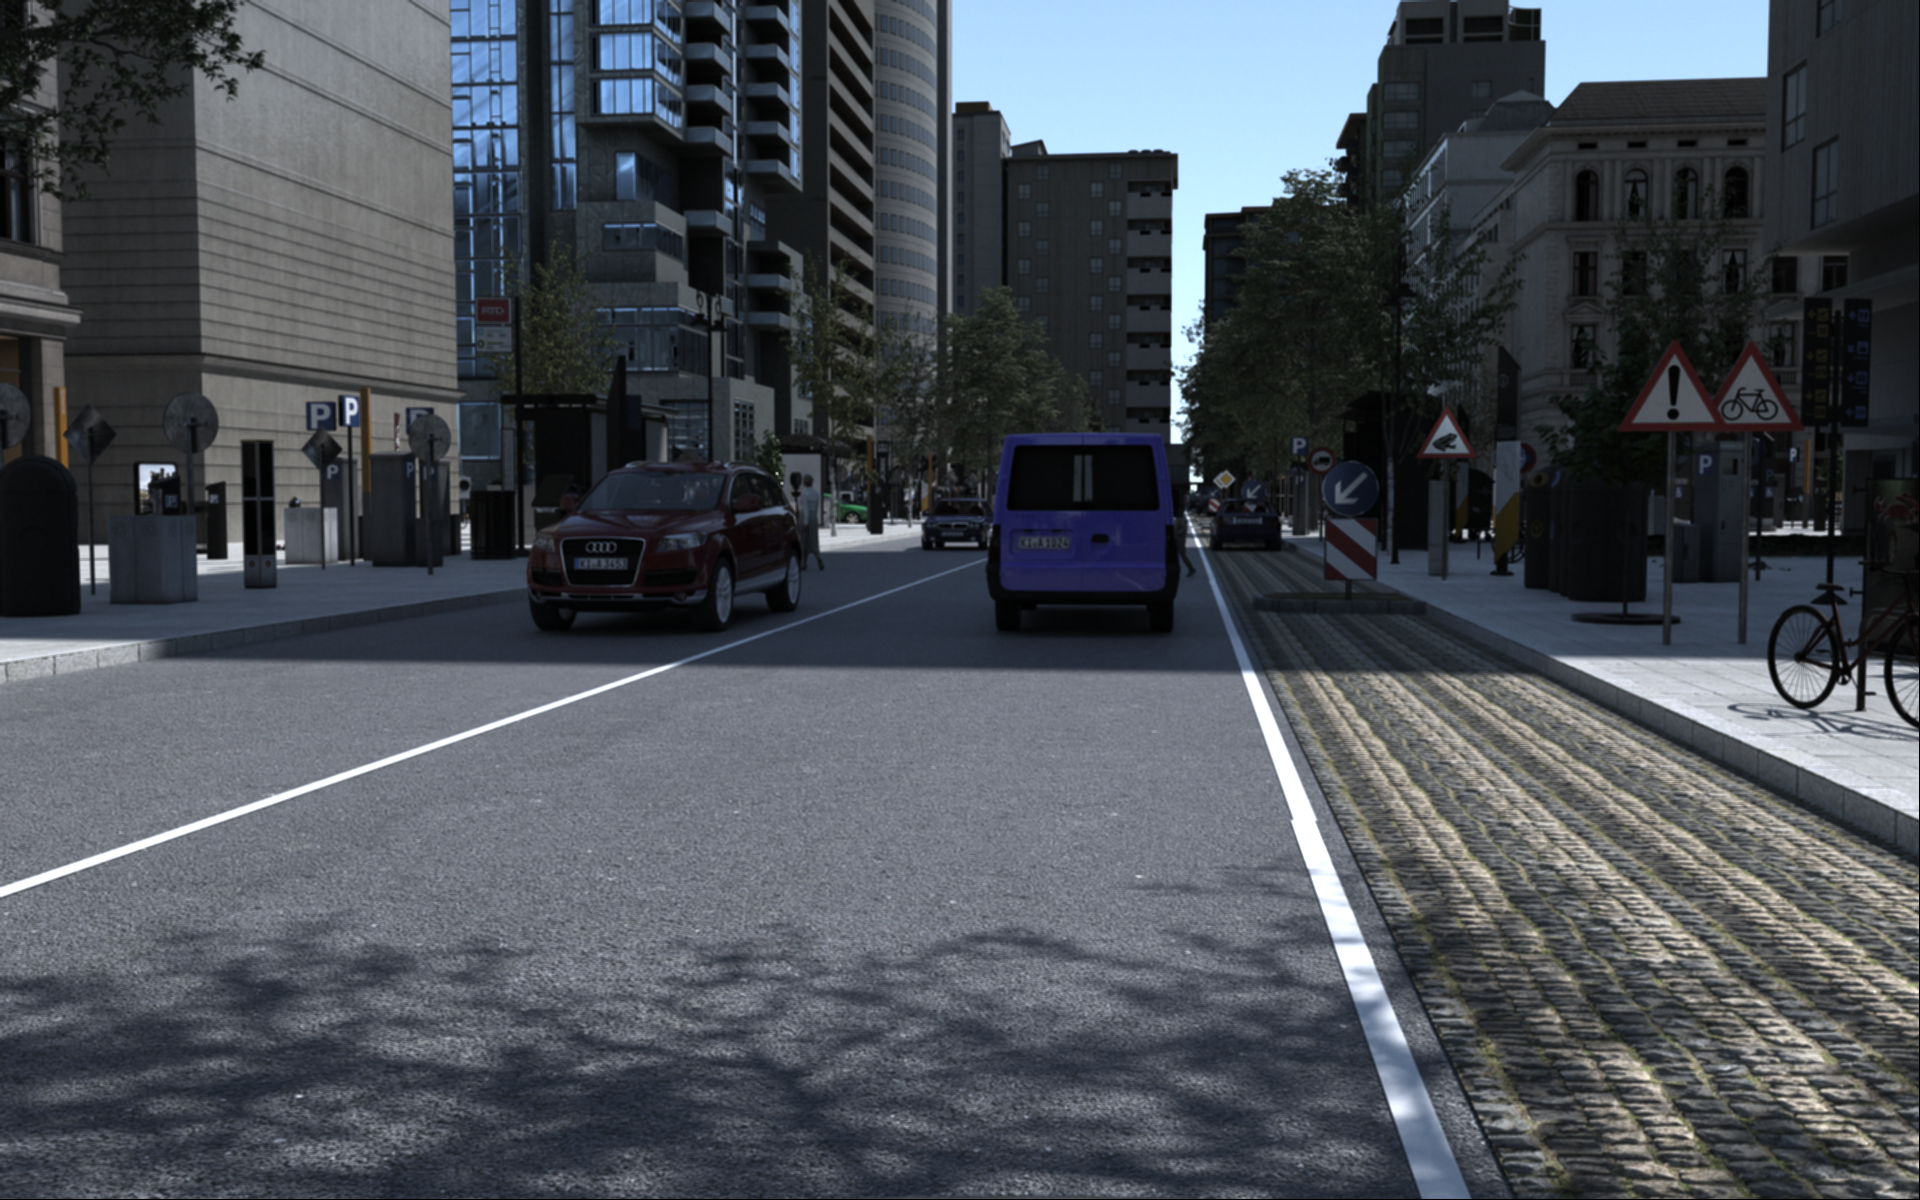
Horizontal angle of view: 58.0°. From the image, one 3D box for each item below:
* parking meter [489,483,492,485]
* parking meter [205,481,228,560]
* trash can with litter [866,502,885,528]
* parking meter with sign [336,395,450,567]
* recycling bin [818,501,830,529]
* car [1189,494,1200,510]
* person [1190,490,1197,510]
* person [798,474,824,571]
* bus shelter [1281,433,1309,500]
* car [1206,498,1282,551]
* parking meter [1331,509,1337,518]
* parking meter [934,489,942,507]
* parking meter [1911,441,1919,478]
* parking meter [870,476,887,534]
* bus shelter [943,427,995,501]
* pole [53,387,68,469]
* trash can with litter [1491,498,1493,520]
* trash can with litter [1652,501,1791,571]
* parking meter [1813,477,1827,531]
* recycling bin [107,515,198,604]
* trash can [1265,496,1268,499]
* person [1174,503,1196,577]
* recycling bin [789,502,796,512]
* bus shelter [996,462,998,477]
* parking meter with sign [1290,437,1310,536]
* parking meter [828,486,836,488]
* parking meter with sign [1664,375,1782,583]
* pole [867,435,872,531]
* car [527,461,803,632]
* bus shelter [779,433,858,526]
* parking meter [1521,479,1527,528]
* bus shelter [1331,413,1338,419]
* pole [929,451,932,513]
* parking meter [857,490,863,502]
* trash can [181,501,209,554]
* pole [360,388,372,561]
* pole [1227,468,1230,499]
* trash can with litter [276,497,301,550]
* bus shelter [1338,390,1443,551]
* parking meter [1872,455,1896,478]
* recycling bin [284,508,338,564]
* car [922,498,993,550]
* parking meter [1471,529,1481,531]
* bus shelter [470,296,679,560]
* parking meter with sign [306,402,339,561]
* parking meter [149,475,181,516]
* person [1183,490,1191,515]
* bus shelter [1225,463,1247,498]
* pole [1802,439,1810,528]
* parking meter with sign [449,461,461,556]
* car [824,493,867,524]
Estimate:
[{"bbox_3d":[-24.110,-5.128,89.551,0.399,1.863,0.255,2,4,35],"label":"parking meter"},{"bbox_3d":[-14.622,-1.568,34.056,0.372,1.533,0.369,0,3,0],"label":"parking meter"},{"bbox_3d":[-3.259,-3.348,66.124,0.624,1.170,1.055,1,4,9],"label":"trash can with litter"},{"bbox_3d":[-10.020,-2.101,30.610,1.738,3.016,0.543,1,4,12],"label":"parking meter with sign"},{"bbox_3d":[-5.296,-3.159,64.204,0.722,1.027,0.722,-3,5,-43],"label":"recycling bin"},{"bbox_3d":[21.527,-8.987,156.725,2.009,1.686,4.222,0,4,7],"label":"car"},{"bbox_3d":[20.441,-8.772,151.946,0.660,1.820,0.620,0,3,0],"label":"person"},{"bbox_3d":[-2.773,-1.443,32.314,0.478,1.798,0.641,-3,4,-39],"label":"person"},{"bbox_3d":[21.012,-7.932,107.313,2.179,5.291,8.768,0,4,7],"label":"bus shelter"},{"bbox_3d":[7.350,-1.967,44.738,1.945,1.354,3.894,0,4,7],"label":"car"},{"bbox_3d":[14.415,-3.545,66.377,0.372,1.533,0.369,0,3,0],"label":"parking meter"},{"bbox_3d":[-1.023,-4.392,80.212,0.372,1.533,0.369,0,3,0],"label":"parking meter"},{"bbox_3d":[10.457,-0.797,18.736,0.255,1.863,0.399,1,4,14],"label":"parking meter"},{"bbox_3d":[-2.654,-3.032,55.282,0.399,1.863,0.255,-2,4,-29],"label":"parking meter"},{"bbox_3d":[0.383,-7.832,105.690,2.179,5.291,8.768,0,4,7],"label":"bus shelter"},{"bbox_3d":[-17.171,-2.403,33.131,0.158,3.312,0.155,0,3,0],"label":"pole"},{"bbox_3d":[26.956,-4.611,86.775,0.624,1.170,1.055,1,4,21],"label":"trash can with litter"},{"bbox_3d":[13.333,-1.152,29.897,1.678,1.210,2.233,-1,4,-14],"label":"trash can with litter"},{"bbox_3d":[29.602,-3.295,59.590,0.255,1.863,0.399,0,4,-2],"label":"parking meter"},{"bbox_3d":[-9.542,-0.485,20.487,0.722,1.027,0.722,0,4,6],"label":"recycling bin"},{"bbox_3d":[23.512,-7.466,133.722,0.748,1.137,0.748,0,3,0],"label":"trash can"},{"bbox_3d":[3.796,-1.047,29.894,0.640,1.303,0.475,-1,4,-21],"label":"person"},{"bbox_3d":[-6.435,-3.075,62.833,0.722,1.027,0.722,-2,4,-32],"label":"recycling bin"},{"bbox_3d":[2.366,-8.429,115.441,2.179,5.291,8.768,0,4,7],"label":"bus shelter"},{"bbox_3d":[10.576,-3.510,53.644,0.543,3.016,1.738,1,4,17],"label":"parking meter with sign"},{"bbox_3d":[-6.348,-4.919,86.143,0.255,1.863,0.399,-3,4,-37],"label":"parking meter"},{"bbox_3d":[11.074,-1.772,25.240,1.738,3.016,0.543,-2,4,-25],"label":"parking meter with sign"},{"bbox_3d":[-3.108,-4.012,59.440,0.158,3.312,0.155,0,3,0],"label":"pole"},{"bbox_3d":[-3.218,-0.680,19.789,2.281,1.827,5.304,0,4,8],"label":"car"},{"bbox_3d":[-5.049,-4.075,60.546,2.014,3.302,5.546,0,4,7],"label":"bus shelter"},{"bbox_3d":[20.102,-3.450,62.122,0.399,1.863,0.255,1,4,22],"label":"parking meter"},{"bbox_3d":[11.622,-3.529,48.990,1.731,3.624,6.357,0,4,7],"label":"bus shelter"},{"bbox_3d":[-1.395,-5.358,81.445,0.158,3.312,0.155,0,3,0],"label":"pole"},{"bbox_3d":[-6.381,-6.256,110.688,0.372,1.533,0.369,0,3,0],"label":"parking meter"},{"bbox_3d":[-16.370,-1.561,37.180,0.748,1.137,0.748,0,3,0],"label":"trash can"},{"bbox_3d":[-11.387,-2.411,33.256,0.158,3.312,0.155,0,3,0],"label":"pole"},{"bbox_3d":[19.855,-8.197,127.868,0.158,3.312,0.155,0,3,0],"label":"pole"},{"bbox_3d":[-15.316,-1.787,40.282,1.678,1.210,2.233,-1,4,-16],"label":"trash can with litter"},{"bbox_3d":[10.420,-3.106,42.061,1.731,3.624,6.357,0,4,7],"label":"bus shelter"},{"bbox_3d":[13.820,-1.237,25.942,0.255,1.863,0.399,3,4,38],"label":"parking meter"},{"bbox_3d":[-11.951,-1.184,31.907,0.722,1.027,0.722,0,4,3],"label":"recycling bin"},{"bbox_3d":[0.022,-2.020,45.601,1.945,1.354,3.894,0,4,6],"label":"car"},{"bbox_3d":[17.045,-2.986,57.235,0.372,1.533,0.369,0,3,0],"label":"parking meter"},{"bbox_3d":[-8.439,-3.679,37.790,2.179,5.291,8.768,0,4,7],"label":"bus shelter"},{"bbox_3d":[-11.991,-2.284,33.606,0.543,3.016,1.738,0,4,5],"label":"parking meter with sign"},{"bbox_3d":[-10.587,-0.899,23.108,0.372,1.533,0.369,0,3,0],"label":"parking meter"},{"bbox_3d":[15.360,-6.599,117.224,0.563,1.720,0.643,-1,4,-23],"label":"person"},{"bbox_3d":[21.152,-8.633,132.431,1.731,3.624,6.357,0,4,7],"label":"bus shelter"},{"bbox_3d":[31.608,-4.332,64.675,0.158,3.312,0.155,0,3,0],"label":"pole"},{"bbox_3d":[-10.828,-2.418,35.800,0.543,3.016,1.738,0,4,4],"label":"parking meter with sign"},{"bbox_3d":[-5.919,-4.111,76.014,4.718,1.807,1.959,0,4,8],"label":"car"}]
